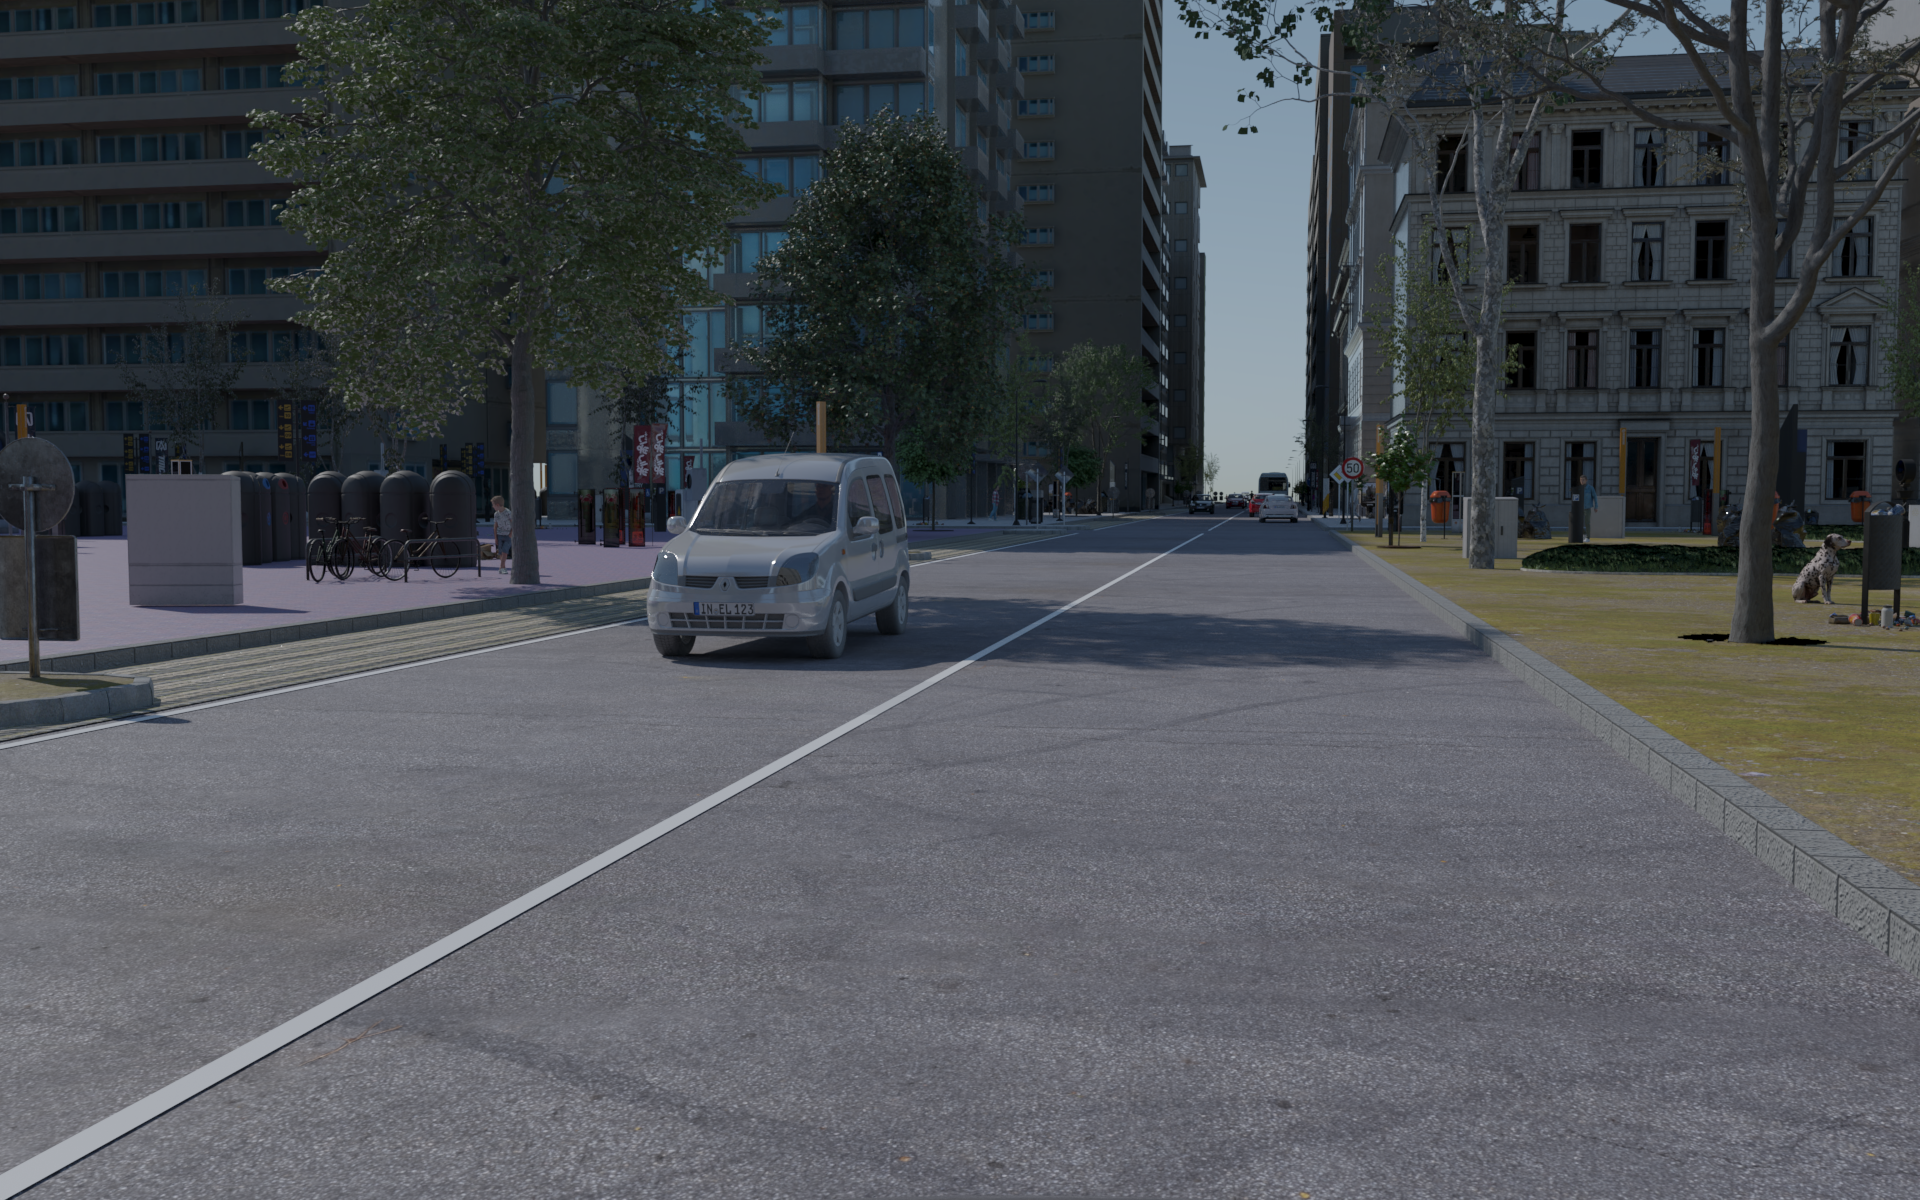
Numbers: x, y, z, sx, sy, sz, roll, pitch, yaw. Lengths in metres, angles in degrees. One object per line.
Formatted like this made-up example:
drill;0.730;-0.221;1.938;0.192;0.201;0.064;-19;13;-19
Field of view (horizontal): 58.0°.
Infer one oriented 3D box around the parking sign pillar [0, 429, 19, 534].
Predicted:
parking sign pillar;-31.417;-4.143;56.217;1.447;3.967;1.447;2;4;27

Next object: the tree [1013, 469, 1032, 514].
tree;3.719;-7.227;112.762;1.663;3.219;1.824;0;3;0

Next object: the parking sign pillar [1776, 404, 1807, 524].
parking sign pillar;25.163;-3.914;52.462;1.447;3.967;1.447;0;4;6

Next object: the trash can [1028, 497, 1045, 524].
trash can;3.260;-3.838;74.406;0.748;1.137;0.748;0;3;0

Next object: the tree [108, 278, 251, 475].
tree;-25.908;-6.604;58.340;4.360;8.622;3.978;0;3;0

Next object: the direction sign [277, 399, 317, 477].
direction sign;-15.924;-3.038;41.665;0.876;3.537;0.379;-2;4;-24

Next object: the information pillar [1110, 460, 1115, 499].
information pillar;10.533;-7.848;119.663;0.183;3.616;0.504;-3;4;-37

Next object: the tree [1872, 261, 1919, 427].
tree;30.614;-6.359;54.335;4.737;8.622;4.395;0;3;0

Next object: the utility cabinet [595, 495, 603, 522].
utility cabinet;-16.553;-4.127;78.632;1.020;1.237;0.306;2;4;33

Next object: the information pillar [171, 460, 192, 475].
information pillar;-16.744;-2.007;37.313;0.304;2.012;0.304;2;4;34

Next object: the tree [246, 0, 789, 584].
tree;-5.817;-6.494;24.307;7.486;12.596;7.792;0;3;0

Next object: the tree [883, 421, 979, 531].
tree;-1.010;-4.662;59.936;4.285;4.588;4.351;0;3;0

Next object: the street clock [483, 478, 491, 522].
street clock;-21.654;-4.573;79.339;0.358;2.002;0.471;0;3;0

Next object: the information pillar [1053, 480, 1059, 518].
information pillar;5.197;-5.427;93.231;0.304;2.012;0.304;3;4;37

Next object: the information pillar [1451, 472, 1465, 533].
information pillar;16.386;-3.211;56.989;0.304;2.012;0.304;3;4;38

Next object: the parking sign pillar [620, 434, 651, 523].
parking sign pillar;-14.362;-5.384;76.504;1.447;3.967;1.447;1;4;20

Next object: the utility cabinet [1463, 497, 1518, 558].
utility cabinet;10.631;-1.441;34.717;1.020;1.237;0.306;0;4;-1

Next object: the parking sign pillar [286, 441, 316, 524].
parking sign pillar;-28.809;-5.337;75.733;1.447;3.967;1.447;1;4;19

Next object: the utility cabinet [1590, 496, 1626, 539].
utility cabinet;18.781;-2.397;50.358;1.020;1.237;0.306;2;4;35

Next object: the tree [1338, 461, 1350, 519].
tree;19.948;-5.698;87.762;1.663;3.219;1.824;0;3;0

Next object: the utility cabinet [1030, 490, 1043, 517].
utility cabinet;3.975;-5.261;94.696;1.173;1.500;0.318;2;4;27

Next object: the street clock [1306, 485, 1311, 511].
street clock;26.273;-7.703;130.514;0.358;2.002;0.471;2;4;31

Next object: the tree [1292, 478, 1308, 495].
tree;39.521;-12.636;201.206;1.663;3.219;1.824;0;3;0

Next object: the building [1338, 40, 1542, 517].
building;30.559;-19.585;106.113;13.634;28.700;20.117;1;4;10

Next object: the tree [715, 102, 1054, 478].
tree;-2.088;-8.185;50.832;9.611;12.733;9.660;0;3;0

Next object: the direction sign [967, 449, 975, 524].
direction sign;0.481;-4.980;73.417;0.379;3.537;0.876;1;4;20

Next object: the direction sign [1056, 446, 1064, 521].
direction sign;4.732;-5.513;82.127;0.379;3.537;0.876;1;4;16

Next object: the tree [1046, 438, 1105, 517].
tree;6.558;-7.033;98.702;4.285;4.588;4.351;0;3;0

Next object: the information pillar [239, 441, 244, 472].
information pillar;-31.949;-5.242;77.064;0.183;3.616;0.504;-2;4;-34

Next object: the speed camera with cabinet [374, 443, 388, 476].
speed camera with cabinet;-22.993;-4.448;67.062;2.038;3.252;0.660;2;4;26

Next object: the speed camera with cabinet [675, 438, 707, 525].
speed camera with cabinet;-9.663;-4.148;62.155;0.660;3.252;2.038;-2;4;-26

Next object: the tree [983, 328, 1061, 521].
tree;2.216;-7.691;76.116;4.737;8.622;4.395;0;3;0

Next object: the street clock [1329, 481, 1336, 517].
street clock;21.142;-5.752;98.619;0.358;2.002;0.471;-3;5;-40

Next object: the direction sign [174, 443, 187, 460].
direction sign;-34.476;-5.180;76.691;0.379;3.537;0.876;0;4;7

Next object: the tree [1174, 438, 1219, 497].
tree;29.388;-16.500;220.133;4.737;8.622;4.395;0;3;0

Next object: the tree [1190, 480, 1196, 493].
tree;27.655;-13.215;210.664;1.663;3.219;1.824;0;3;0

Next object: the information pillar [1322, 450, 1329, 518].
information pillar;19.389;-6.139;91.728;0.183;3.616;0.504;-1;4;-17

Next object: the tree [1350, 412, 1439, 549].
tree;10.516;-2.832;40.898;1.663;3.219;1.824;0;3;0

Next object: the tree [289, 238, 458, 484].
tree;-15.742;-5.948;47.617;4.360;8.622;3.978;0;3;0

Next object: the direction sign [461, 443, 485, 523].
direction sign;-21.342;-5.154;76.257;0.876;3.537;0.379;1;4;9

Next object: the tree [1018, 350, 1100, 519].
tree;5.089;-8.407;87.811;4.360;8.622;3.978;0;3;0

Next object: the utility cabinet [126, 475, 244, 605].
utility cabinet;-8.862;-0.681;19.820;1.173;1.500;0.318;0;4;-2

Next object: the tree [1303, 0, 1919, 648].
tree;6.965;-6.368;14.486;12.009;13.543;11.850;0;3;0

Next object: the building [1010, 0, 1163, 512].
building;4.150;-31.179;133.478;21.300;48.544;21.600;1;4;10

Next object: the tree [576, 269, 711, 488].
tree;-10.260;-6.384;54.744;4.360;8.622;3.978;0;3;0

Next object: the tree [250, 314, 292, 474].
tree;-20.789;-6.546;57.398;4.360;8.622;3.978;0;3;0

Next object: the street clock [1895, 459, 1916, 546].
street clock;19.682;-1.928;36.090;0.358;2.002;0.471;0;4;5

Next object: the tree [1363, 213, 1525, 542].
tree;12.705;-5.875;46.419;4.737;8.622;4.395;0;3;0

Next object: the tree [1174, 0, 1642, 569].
tree;9.845;-10.675;30.428;12.611;20.169;13.585;0;3;0

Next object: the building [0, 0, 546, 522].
building;-35.372;-28.376;87.652;21.600;48.544;21.300;1;4;10

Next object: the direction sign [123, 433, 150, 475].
direction sign;-30.820;-4.459;64.897;0.876;3.537;0.379;-1;4;-18

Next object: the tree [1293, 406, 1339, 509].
tree;29.900;-11.861;144.292;4.360;8.622;3.978;0;3;0

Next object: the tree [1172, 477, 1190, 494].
tree;25.262;-12.598;200.576;1.663;3.219;1.824;0;3;0

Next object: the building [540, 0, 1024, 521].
building;-8.602;-29.124;95.779;23.786;49.044;30.456;1;4;10

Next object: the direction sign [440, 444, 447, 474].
direction sign;-23.449;-5.303;78.694;0.379;3.537;0.876;-3;4;-36

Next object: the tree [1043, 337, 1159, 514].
tree;9.278;-11.500;113.778;9.928;11.665;9.643;0;3;0
